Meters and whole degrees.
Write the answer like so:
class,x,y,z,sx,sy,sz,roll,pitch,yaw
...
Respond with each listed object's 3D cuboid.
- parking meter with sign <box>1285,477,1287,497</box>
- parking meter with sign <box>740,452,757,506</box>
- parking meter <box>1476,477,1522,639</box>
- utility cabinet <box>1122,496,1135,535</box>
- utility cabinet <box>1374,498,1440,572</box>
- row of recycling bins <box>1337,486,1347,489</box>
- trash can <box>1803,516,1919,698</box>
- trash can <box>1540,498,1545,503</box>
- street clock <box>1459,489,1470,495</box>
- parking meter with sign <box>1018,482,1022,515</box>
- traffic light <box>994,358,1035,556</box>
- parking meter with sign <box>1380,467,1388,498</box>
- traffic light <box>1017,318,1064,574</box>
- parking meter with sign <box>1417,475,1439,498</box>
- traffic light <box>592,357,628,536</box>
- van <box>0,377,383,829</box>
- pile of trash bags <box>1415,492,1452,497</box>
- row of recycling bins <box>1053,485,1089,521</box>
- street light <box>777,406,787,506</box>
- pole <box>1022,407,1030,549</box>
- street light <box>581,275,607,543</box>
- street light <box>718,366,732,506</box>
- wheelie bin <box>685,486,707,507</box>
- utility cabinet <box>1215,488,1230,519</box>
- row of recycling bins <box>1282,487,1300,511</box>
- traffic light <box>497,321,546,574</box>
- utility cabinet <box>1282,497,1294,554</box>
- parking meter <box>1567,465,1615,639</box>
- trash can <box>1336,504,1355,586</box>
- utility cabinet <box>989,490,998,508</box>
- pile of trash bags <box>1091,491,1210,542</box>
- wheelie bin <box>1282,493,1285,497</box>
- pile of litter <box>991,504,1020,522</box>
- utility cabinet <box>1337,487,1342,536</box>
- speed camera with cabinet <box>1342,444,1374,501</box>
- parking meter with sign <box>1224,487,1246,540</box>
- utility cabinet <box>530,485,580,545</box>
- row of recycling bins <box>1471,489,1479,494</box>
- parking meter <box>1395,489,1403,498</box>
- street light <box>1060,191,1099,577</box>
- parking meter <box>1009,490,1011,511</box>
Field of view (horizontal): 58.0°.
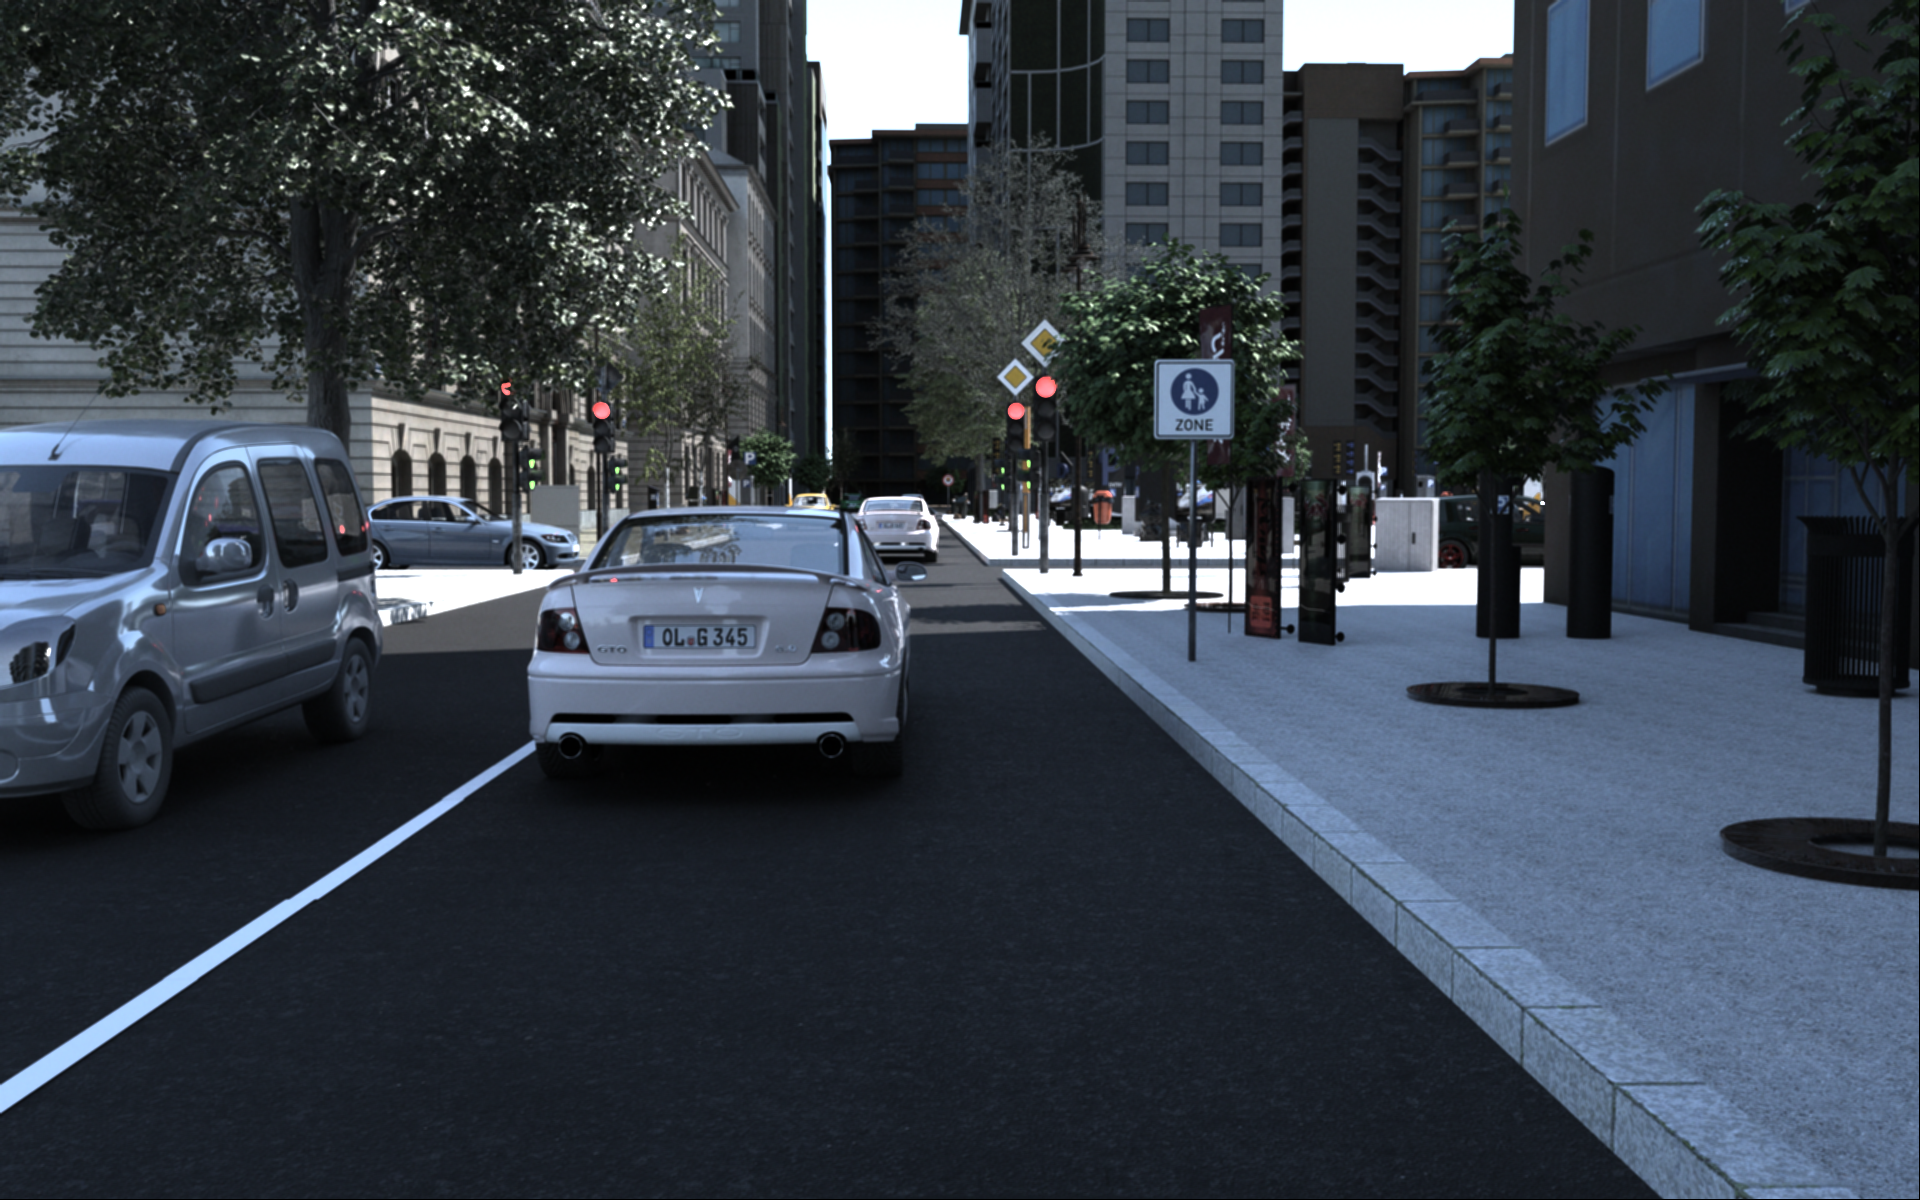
class,x,y,z,sx,sy,sz,roll,pitch,yaw
parking meter with sign,12.372,-4.517,70.110,1.738,3.016,0.543,1,4,23
parking meter with sign,-8.670,-4.540,70.493,0.543,3.016,1.738,0,4,2
parking meter,4.824,-0.433,15.489,0.372,1.533,0.369,0,3,0
utility cabinet,5.651,-2.676,54.911,1.020,1.237,0.306,1,4,23
utility cabinet,7.419,-1.079,28.801,1.020,1.237,0.306,3,4,39
row of recycling bins,20.364,-5.158,91.439,1.069,1.692,3.534,-2,4,-35
trash can,5.754,0.034,11.097,0.748,1.137,0.748,0,3,0
trash can,34.565,-5.618,103.512,0.748,1.137,0.748,0,3,0
street clock,17.107,-3.314,58.749,0.471,2.002,0.358,1,4,22
parking meter with sign,3.680,-6.807,107.553,0.543,3.016,1.738,-2,4,-32
traffic light,1.124,-2.870,35.851,0.839,4.253,0.868,0,4,-2
parking meter with sign,26.950,-6.982,110.417,0.543,3.016,1.738,1,4,14
traffic light,1.342,-2.382,27.869,0.839,4.253,0.868,0,4,-2
parking meter with sign,18.612,-4.459,69.162,0.543,3.016,1.738,-1,4,-20
traffic light,-7.284,-2.855,35.606,0.839,4.253,0.868,0,4,-2
van,-4.324,-0.104,8.712,2.013,2.044,4.112,0,4,0
pile of trash bags,20.052,-3.966,74.590,3.447,1.369,1.912,-3,4,-38
row of recycling bins,5.255,-4.564,81.742,1.069,1.692,3.534,-1,4,-14
street light,-9.176,-7.130,89.369,0.468,5.910,1.993,0,4,-2
pole,1.551,-2.858,40.577,0.158,3.312,0.155,0,3,0
street light,-7.686,-3.913,36.758,0.468,5.910,1.993,0,4,-2
street light,-8.433,-5.493,62.602,0.468,5.910,1.993,0,4,-2
wheelie bin,-10.905,-3.902,71.698,0.980,1.594,0.693,1,4,12
utility cabinet,10.280,-3.653,68.409,1.173,1.500,0.318,3,4,36
row of recycling bins,18.822,-5.840,102.595,3.534,1.692,1.069,0,4,-4
traffic light,-7.066,-2.367,27.624,0.839,4.253,0.868,0,4,-2
utility cabinet,6.907,-1.616,37.583,0.306,1.237,1.020,-1,4,-16
parking meter,5.625,-0.431,15.450,0.372,1.533,0.369,0,3,0
trash can,5.113,-0.761,24.094,0.748,1.137,0.748,0,3,0
utility cabinet,1.655,-5.820,103.834,1.173,1.500,0.318,0,4,-7
pile of trash bags,5.236,-2.310,47.518,3.447,1.369,1.912,2,4,24
wheelie bin,18.558,-5.705,101.187,0.693,1.594,0.980,-1,4,-18
pile of litter,2.129,-4.004,79.432,1.719,0.858,1.176,-3,5,-39
utility cabinet,10.995,-2.620,51.513,0.318,1.500,1.173,-1,4,-10
speed camera with cabinet,15.438,-4.565,68.976,2.038,3.252,0.660,1,4,17
parking meter with sign,7.976,-3.194,48.489,0.543,3.016,1.738,-1,4,-20
utility cabinet,-10.116,-2.113,43.224,1.173,1.500,0.318,-1,4,-22
row of recycling bins,26.983,-4.936,87.820,1.069,1.692,3.534,-1,4,-9
parking meter,22.796,-4.988,89.965,0.372,1.533,0.369,0,3,0
street light,1.834,-3.306,26.841,0.468,5.910,1.993,0,4,-2
parking meter,2.658,-4.865,87.946,0.372,1.533,0.369,0,3,0
